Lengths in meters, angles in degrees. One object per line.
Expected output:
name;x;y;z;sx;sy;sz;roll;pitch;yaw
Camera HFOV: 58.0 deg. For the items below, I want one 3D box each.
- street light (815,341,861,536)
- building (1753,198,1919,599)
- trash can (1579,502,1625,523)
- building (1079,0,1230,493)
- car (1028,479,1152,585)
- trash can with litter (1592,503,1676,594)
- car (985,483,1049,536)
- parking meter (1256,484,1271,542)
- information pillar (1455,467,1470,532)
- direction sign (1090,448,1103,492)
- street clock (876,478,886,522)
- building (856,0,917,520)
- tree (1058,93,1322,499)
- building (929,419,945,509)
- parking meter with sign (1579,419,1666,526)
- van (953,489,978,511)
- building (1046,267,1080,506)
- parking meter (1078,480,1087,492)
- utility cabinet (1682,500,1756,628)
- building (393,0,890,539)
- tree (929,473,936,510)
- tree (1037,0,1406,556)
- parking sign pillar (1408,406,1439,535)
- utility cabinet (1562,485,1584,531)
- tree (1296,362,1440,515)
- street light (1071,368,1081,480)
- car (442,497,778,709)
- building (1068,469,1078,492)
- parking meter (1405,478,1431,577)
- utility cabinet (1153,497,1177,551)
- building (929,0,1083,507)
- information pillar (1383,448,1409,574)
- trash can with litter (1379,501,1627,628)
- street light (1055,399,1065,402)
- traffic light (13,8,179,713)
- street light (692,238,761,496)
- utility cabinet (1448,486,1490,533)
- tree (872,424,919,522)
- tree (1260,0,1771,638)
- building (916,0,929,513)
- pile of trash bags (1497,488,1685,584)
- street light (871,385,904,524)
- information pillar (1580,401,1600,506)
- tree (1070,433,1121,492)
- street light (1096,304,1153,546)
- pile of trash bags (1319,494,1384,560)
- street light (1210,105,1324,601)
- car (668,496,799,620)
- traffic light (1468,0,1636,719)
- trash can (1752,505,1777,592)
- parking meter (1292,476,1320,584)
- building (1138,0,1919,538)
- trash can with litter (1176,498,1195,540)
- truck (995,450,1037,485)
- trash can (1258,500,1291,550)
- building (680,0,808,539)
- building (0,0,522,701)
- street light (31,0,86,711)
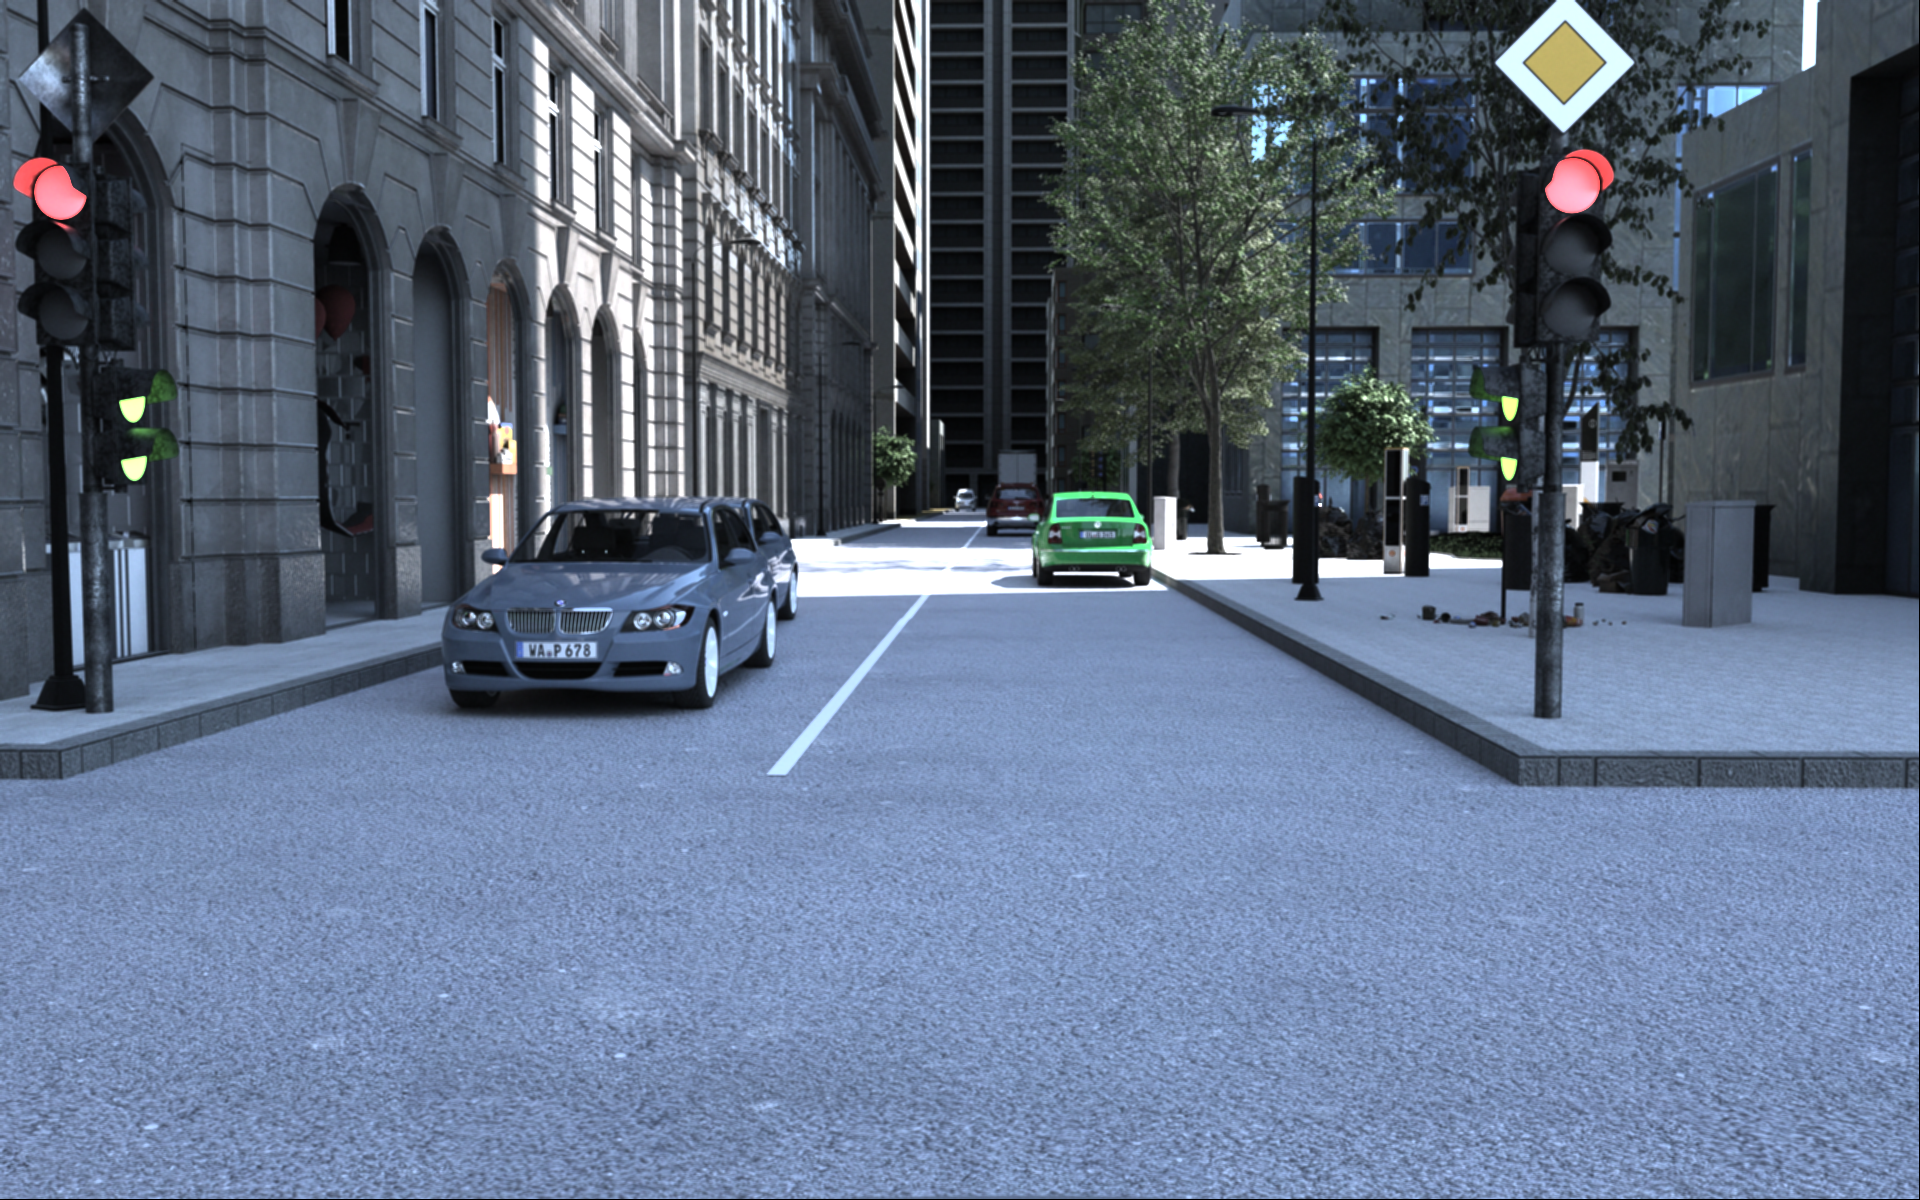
street light;-3.706;-4.909;52.805;1.470;5.913;1.316;0;4;2
building;26.640;-43.152;18.200;31.000;86.520;22.319;0;4;2
trash can;10.886;-1.087;29.419;0.748;1.137;0.748;0;3;0
building;13.912;-20.129;100.811;14.160;30.474;14.107;0;4;2
car;2.111;-1.207;28.526;1.959;1.807;4.718;0;4;0
trash can with litter;8.629;-0.665;22.258;0.624;1.170;1.055;-2;4;-32
car;1.983;-3.168;60.473;2.281;1.827;5.304;0;4;2
parking meter;8.065;-2.300;46.013;0.372;1.533;0.369;0;3;0
information pillar;13.630;-2.601;47.024;0.304;2.012;0.304;0;4;5
direction sign;6.626;-5.640;84.214;0.379;3.537;0.876;-3;5;-41
street clock;-3.576;-4.505;78.228;0.471;2.002;0.358;1;4;12
building;-13.624;-28.877;95.834;21.300;48.544;21.600;0;4;2
tree;6.570;-8.048;49.712;7.486;12.596;7.792;0;3;0
building;-17.195;-51.144;148.873;31.000;86.520;22.319;0;4;2
parking meter with sign;14.709;-2.585;38.534;1.738;3.016;0.543;1;4;17
van;0.476;-8.434;144.902;2.013;2.044;4.112;0;4;1
building;21.417;-18.426;146.310;27.650;21.520;28.899;0;4;2
parking meter;5.235;-4.162;73.758;0.255;1.863;0.399;-2;4;-26
utility cabinet;7.456;-0.359;17.029;1.020;1.237;0.306;-3;5;-45
building;-10.035;-13.612;64.356;13.314;21.916;24.055;0;4;2
tree;-2.638;-8.781;138.178;1.663;3.219;1.824;0;3;0
tree;5.236;-6.760;36.277;9.928;11.665;9.643;0;3;0
parking sign pillar;13.810;-3.915;52.486;1.447;3.967;1.447;1;4;22
utility cabinet;14.150;-1.976;40.984;0.318;1.500;1.173;-3;4;-36
tree;10.155;-3.620;42.903;4.285;4.588;4.351;0;3;0
street light;4.786;-5.578;63.738;1.470;5.913;1.316;0;4;2
car;-2.465;-0.068;13.114;2.014;1.417;4.499;0;4;2
building;23.794;-26.139;119.258;32.217;40.220;23.993;0;4;2
parking meter;7.132;-1.137;26.995;0.372;1.533;0.369;0;3;0
utility cabinet;4.715;-1.750;39.777;0.306;1.237;1.020;1;4;21
building;6.812;-45.236;177.862;20.611;71.187;20.563;0;4;2
information pillar;6.984;-1.422;27.749;0.304;2.012;0.304;2;4;33
trash can with litter;5.333;-0.380;17.270;2.233;1.210;1.678;3;5;39
street light;5.353;-6.876;84.971;1.470;5.913;1.316;0;4;2
traffic light;-5.046;-1.294;10.070;0.839;4.253;0.868;0;4;2
street light;-4.299;-3.611;31.574;1.470;5.913;1.316;0;4;2
utility cabinet;14.882;-2.567;50.656;1.173;1.500;0.318;-1;4;-15
tree;-3.585;-5.979;81.470;4.285;4.588;4.351;0;3;0
tree;4.985;-3.956;15.044;4.360;8.622;3.978;0;3;0
building;-13.272;-35.376;120.389;21.231;58.520;28.212;0;4;2
pile of trash bags;8.985;-0.928;24.918;3.447;1.369;1.912;-2;4;-34
street light;-3.097;-6.211;74.093;1.470;5.913;1.316;0;4;2
information pillar;16.015;-3.221;44.023;0.183;3.616;0.504;-2;4;-33
tree;7.389;-6.652;92.476;4.285;4.588;4.351;0;3;0
street light;4.116;-4.279;42.509;1.470;5.913;1.316;0;4;2
pile of trash bags;7.902;-1.558;35.219;1.912;1.369;3.447;-2;4;-24
street light;3.693;-2.954;20.844;1.470;5.913;1.316;0;4;2
car;-2.829;-0.400;18.550;2.014;1.417;4.499;0;4;3
traffic light;3.363;-1.280;9.850;0.839;4.253;0.868;0;4;2
trash can;10.347;-0.685;22.855;0.748;1.137;0.748;0;3;0
parking meter;4.965;-1.006;24.854;0.372;1.533;0.369;0;3;0
building;18.662;-46.138;67.024;22.319;86.520;31.000;0;4;2
trash can with litter;6.009;-2.239;47.996;0.624;1.170;1.055;2;4;34
truck;3.762;-7.761;115.804;2.839;4.237;11.283;0;4;1
trash can;7.267;-1.737;40.051;0.748;1.137;0.748;0;3;0
building;-9.594;-11.871;43.241;9.793;20.994;18.267;0;4;2
building;-11.489;-10.986;21.421;13.314;21.916;24.055;0;4;2
street light;-4.837;-2.303;10.201;1.470;5.913;1.316;0;4;2
